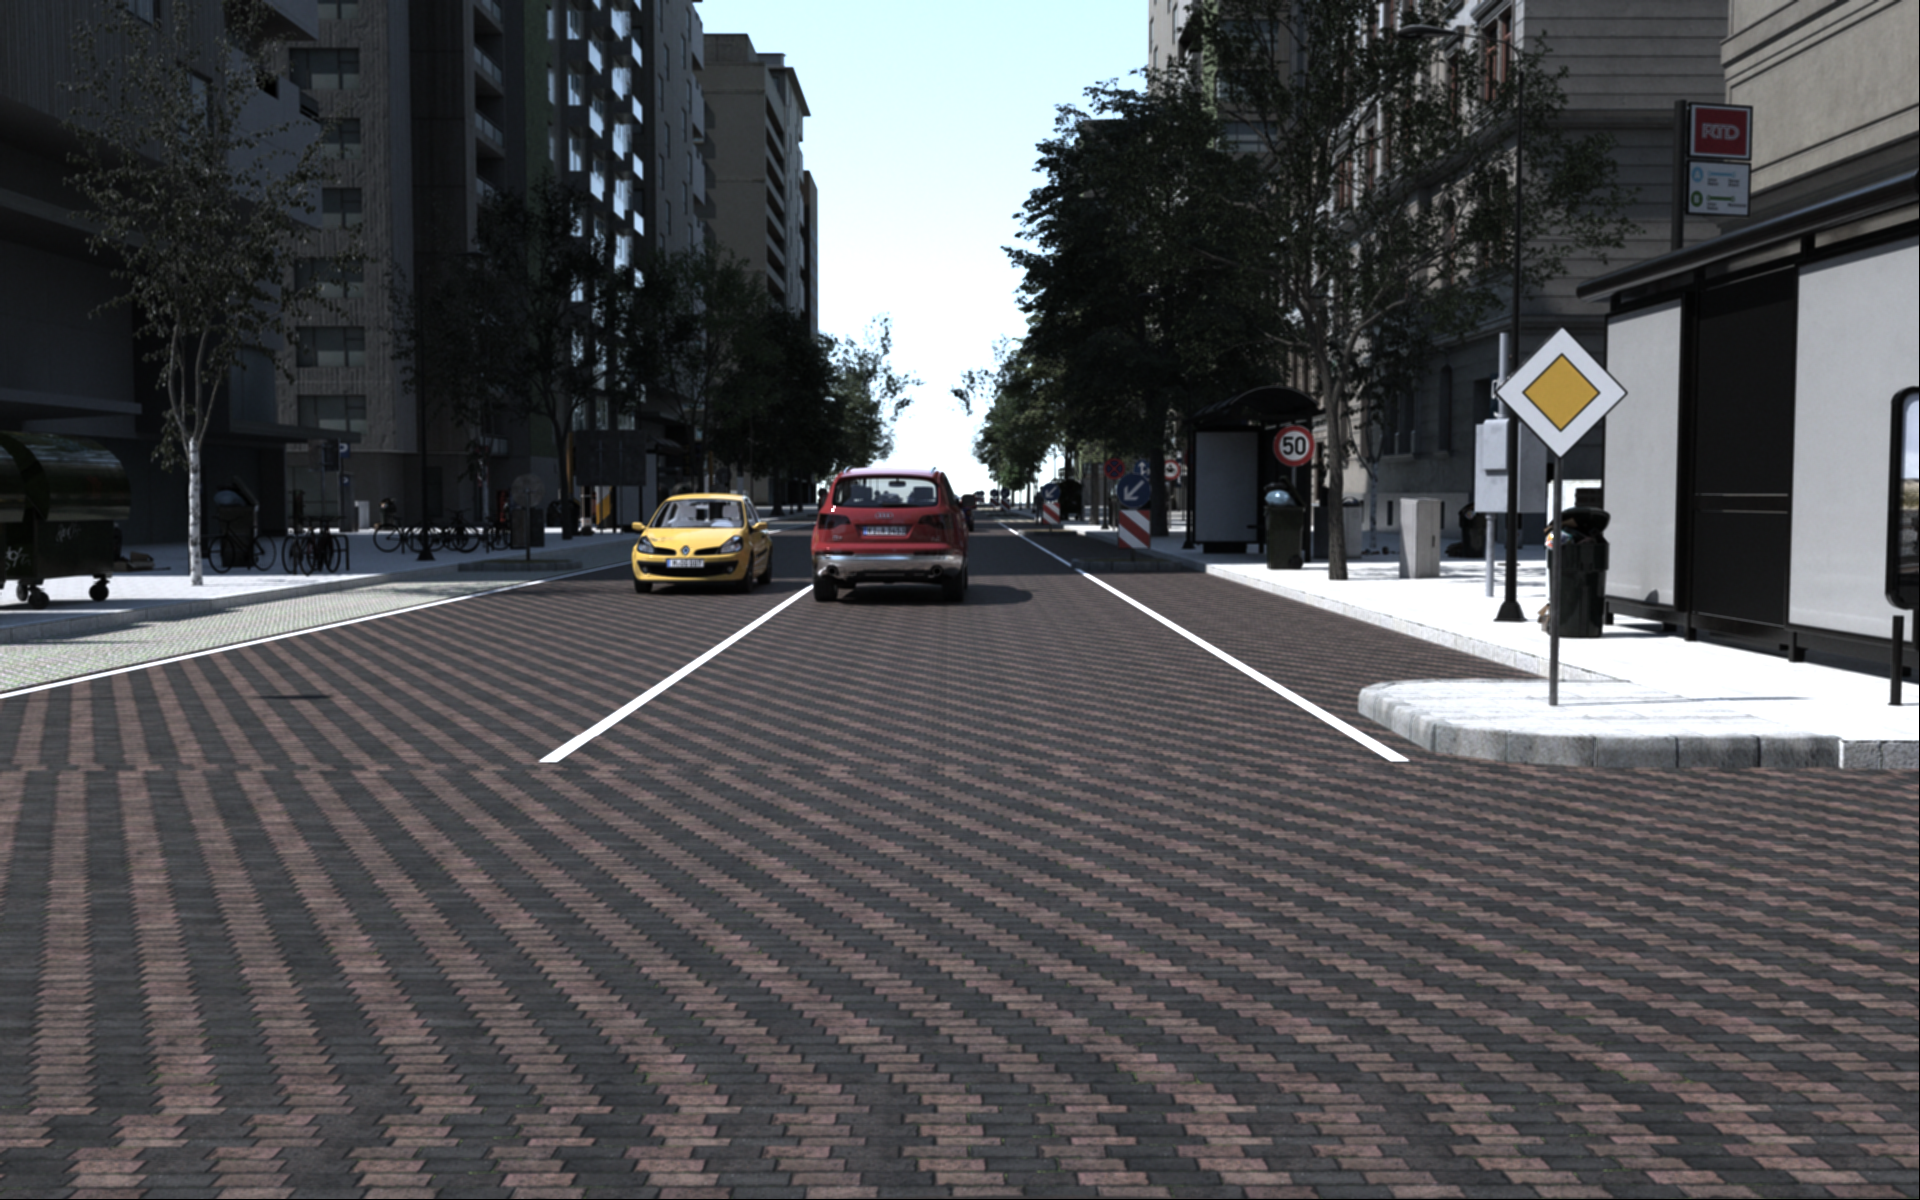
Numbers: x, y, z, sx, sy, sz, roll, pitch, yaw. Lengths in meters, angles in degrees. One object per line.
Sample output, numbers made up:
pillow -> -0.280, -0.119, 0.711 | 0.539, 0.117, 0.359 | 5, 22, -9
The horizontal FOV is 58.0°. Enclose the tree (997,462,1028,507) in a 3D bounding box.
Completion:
tree -> 5.436, -11.575, 172.963 | 4.285, 4.588, 4.351 | 0, 3, 0

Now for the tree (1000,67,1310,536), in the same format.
tree -> 6.108, -8.910, 52.337 | 9.857, 13.997, 8.962 | 0, 3, 0

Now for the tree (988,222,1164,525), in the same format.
tree -> 5.411, -9.373, 71.367 | 7.486, 12.596, 7.792 | 0, 3, 0

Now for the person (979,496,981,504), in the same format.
person -> 2.603, -13.490, 232.277 | 0.599, 1.433, 0.991 | 1, 4, 20

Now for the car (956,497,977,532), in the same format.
car -> -0.323, -3.331, 67.041 | 1.945, 1.354, 3.894 | 0, 4, 1

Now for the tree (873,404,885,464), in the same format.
tree -> -10.523, -14.922, 162.093 | 7.486, 12.596, 7.792 | 0, 3, 0

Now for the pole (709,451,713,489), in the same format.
pole -> -11.833, -5.413, 82.339 | 0.158, 3.312, 0.155 | 0, 3, 0

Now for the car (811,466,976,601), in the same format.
car -> -0.915, -0.979, 24.680 | 2.281, 1.827, 5.304 | 0, 4, 1

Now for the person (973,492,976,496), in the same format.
person -> 1.951, -13.495, 229.958 | 1.217, 1.723, 0.721 | 1, 4, 17

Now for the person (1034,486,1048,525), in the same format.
person -> 3.775, -4.421, 80.885 | 0.635, 1.810, 0.391 | -1, 4, -13

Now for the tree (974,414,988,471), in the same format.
tree -> 5.274, -16.349, 185.437 | 7.486, 12.596, 7.792 | 0, 3, 0

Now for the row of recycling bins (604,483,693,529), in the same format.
row of recycling bins -> -11.704, -3.512, 64.528 | 3.534, 1.692, 1.069 | 0, 4, 0

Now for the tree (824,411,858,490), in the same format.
tree -> -10.741, -11.955, 145.826 | 4.360, 8.622, 3.978 | 0, 3, 0

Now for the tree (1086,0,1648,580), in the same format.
tree -> 5.769, -5.596, 25.905 | 8.767, 10.594, 7.601 | 1, 4, 15

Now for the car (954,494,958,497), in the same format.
car -> -0.878, -11.319, 194.844 | 2.009, 1.686, 4.222 | 0, 4, 1

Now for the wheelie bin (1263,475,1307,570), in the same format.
wheelie bin -> 5.525, -1.324, 29.563 | 0.693, 1.594, 0.980 | 0, 4, 3

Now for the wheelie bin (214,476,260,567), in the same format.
wheelie bin -> -12.741, -1.383, 30.525 | 0.693, 1.594, 0.980 | -1, 4, -16

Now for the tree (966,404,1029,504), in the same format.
tree -> 5.176, -19.510, 229.361 | 12.009, 13.543, 11.850 | 0, 3, 0

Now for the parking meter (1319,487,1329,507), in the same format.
parking meter -> 12.408, -3.088, 58.899 | 0.372, 1.533, 0.369 | 0, 3, 0

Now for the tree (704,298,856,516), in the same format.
tree -> -10.827, -11.264, 101.180 | 9.611, 12.733, 9.660 | 0, 3, 0

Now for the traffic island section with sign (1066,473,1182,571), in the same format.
traffic island section with sign -> 3.164, -1.516, 33.410 | 1.989, 1.847, 2.006 | 0, 4, 0

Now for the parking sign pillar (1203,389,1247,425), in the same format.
parking sign pillar -> 6.878, -3.476, 45.298 | 1.447, 3.967, 1.447 | -3, 5, -40

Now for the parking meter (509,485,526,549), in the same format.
parking meter -> -10.302, -1.952, 40.327 | 0.372, 1.533, 0.369 | 0, 3, 0

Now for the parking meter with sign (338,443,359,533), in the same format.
parking meter with sign -> -20.665, -3.801, 58.413 | 0.543, 3.016, 1.738 | -1, 4, -9

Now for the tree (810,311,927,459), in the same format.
tree -> -9.821, -19.747, 178.745 | 12.611, 20.169, 13.585 | 0, 3, 0

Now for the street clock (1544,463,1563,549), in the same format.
street clock -> 13.729, -2.182, 40.241 | 0.358, 2.002, 0.471 | -3, 4, -36

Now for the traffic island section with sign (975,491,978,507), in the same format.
traffic island section with sign -> 2.298, -11.239, 192.386 | 1.989, 1.847, 2.006 | 0, 4, 0

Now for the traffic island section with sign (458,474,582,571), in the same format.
traffic island section with sign -> -8.253, -1.477, 32.781 | 1.989, 1.847, 2.006 | 0, 4, 0

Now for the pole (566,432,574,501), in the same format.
pole -> -12.882, -3.876, 57.223 | 0.158, 3.312, 0.155 | 0, 3, 0

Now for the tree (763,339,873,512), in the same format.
tree -> -11.083, -12.604, 124.198 | 7.486, 12.596, 7.792 | 0, 3, 0

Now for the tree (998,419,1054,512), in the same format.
tree -> 5.675, -11.986, 146.331 | 4.737, 8.622, 4.395 | 0, 3, 0

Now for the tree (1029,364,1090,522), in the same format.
tree -> 5.536, -7.916, 79.793 | 4.360, 8.622, 3.978 | 0, 3, 0

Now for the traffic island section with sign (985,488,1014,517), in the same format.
traffic island section with sign -> 2.744, -6.205, 110.071 | 1.989, 1.847, 2.006 | 0, 4, 0

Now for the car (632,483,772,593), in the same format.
car -> -3.870, -0.985, 26.334 | 2.015, 1.641, 3.980 | 0, 3, 0

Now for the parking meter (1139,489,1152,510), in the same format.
parking meter -> 5.394, -2.573, 50.484 | 0.372, 1.533, 0.369 | 0, 3, 0

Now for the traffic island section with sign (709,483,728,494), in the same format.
traffic island section with sign -> -8.401, -3.157, 60.246 | 1.989, 1.847, 2.006 | 0, 4, 0

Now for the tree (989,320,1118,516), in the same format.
tree -> 6.235, -10.616, 99.333 | 9.928, 11.665, 9.643 | 0, 3, 0

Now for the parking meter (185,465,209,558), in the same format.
parking meter -> -15.211, -1.762, 34.513 | 0.399, 1.863, 0.255 | -1, 4, -23

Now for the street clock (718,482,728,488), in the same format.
street clock -> -11.430, -4.834, 83.613 | 0.471, 2.002, 0.358 | 0, 4, -6

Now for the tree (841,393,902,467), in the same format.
tree -> -11.282, -17.978, 204.314 | 12.009, 13.543, 11.850 | 0, 3, 0

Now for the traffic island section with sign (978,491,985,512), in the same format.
traffic island section with sign -> 2.598, -7.858, 137.109 | 1.989, 1.847, 2.006 | 0, 4, 0

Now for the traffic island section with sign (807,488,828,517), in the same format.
traffic island section with sign -> -8.679, -6.212, 110.200 | 1.989, 1.847, 2.006 | 0, 4, 0

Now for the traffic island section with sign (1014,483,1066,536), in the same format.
traffic island section with sign -> 3.019, -3.164, 60.365 | 1.989, 1.847, 2.006 | 0, 4, 0

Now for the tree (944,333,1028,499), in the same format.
tree -> 4.330, -21.440, 206.436 | 12.611, 20.169, 13.585 | 0, 3, 0

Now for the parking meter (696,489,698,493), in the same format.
parking meter -> -12.259, -4.477, 81.618 | 0.372, 1.533, 0.369 | 0, 3, 0
